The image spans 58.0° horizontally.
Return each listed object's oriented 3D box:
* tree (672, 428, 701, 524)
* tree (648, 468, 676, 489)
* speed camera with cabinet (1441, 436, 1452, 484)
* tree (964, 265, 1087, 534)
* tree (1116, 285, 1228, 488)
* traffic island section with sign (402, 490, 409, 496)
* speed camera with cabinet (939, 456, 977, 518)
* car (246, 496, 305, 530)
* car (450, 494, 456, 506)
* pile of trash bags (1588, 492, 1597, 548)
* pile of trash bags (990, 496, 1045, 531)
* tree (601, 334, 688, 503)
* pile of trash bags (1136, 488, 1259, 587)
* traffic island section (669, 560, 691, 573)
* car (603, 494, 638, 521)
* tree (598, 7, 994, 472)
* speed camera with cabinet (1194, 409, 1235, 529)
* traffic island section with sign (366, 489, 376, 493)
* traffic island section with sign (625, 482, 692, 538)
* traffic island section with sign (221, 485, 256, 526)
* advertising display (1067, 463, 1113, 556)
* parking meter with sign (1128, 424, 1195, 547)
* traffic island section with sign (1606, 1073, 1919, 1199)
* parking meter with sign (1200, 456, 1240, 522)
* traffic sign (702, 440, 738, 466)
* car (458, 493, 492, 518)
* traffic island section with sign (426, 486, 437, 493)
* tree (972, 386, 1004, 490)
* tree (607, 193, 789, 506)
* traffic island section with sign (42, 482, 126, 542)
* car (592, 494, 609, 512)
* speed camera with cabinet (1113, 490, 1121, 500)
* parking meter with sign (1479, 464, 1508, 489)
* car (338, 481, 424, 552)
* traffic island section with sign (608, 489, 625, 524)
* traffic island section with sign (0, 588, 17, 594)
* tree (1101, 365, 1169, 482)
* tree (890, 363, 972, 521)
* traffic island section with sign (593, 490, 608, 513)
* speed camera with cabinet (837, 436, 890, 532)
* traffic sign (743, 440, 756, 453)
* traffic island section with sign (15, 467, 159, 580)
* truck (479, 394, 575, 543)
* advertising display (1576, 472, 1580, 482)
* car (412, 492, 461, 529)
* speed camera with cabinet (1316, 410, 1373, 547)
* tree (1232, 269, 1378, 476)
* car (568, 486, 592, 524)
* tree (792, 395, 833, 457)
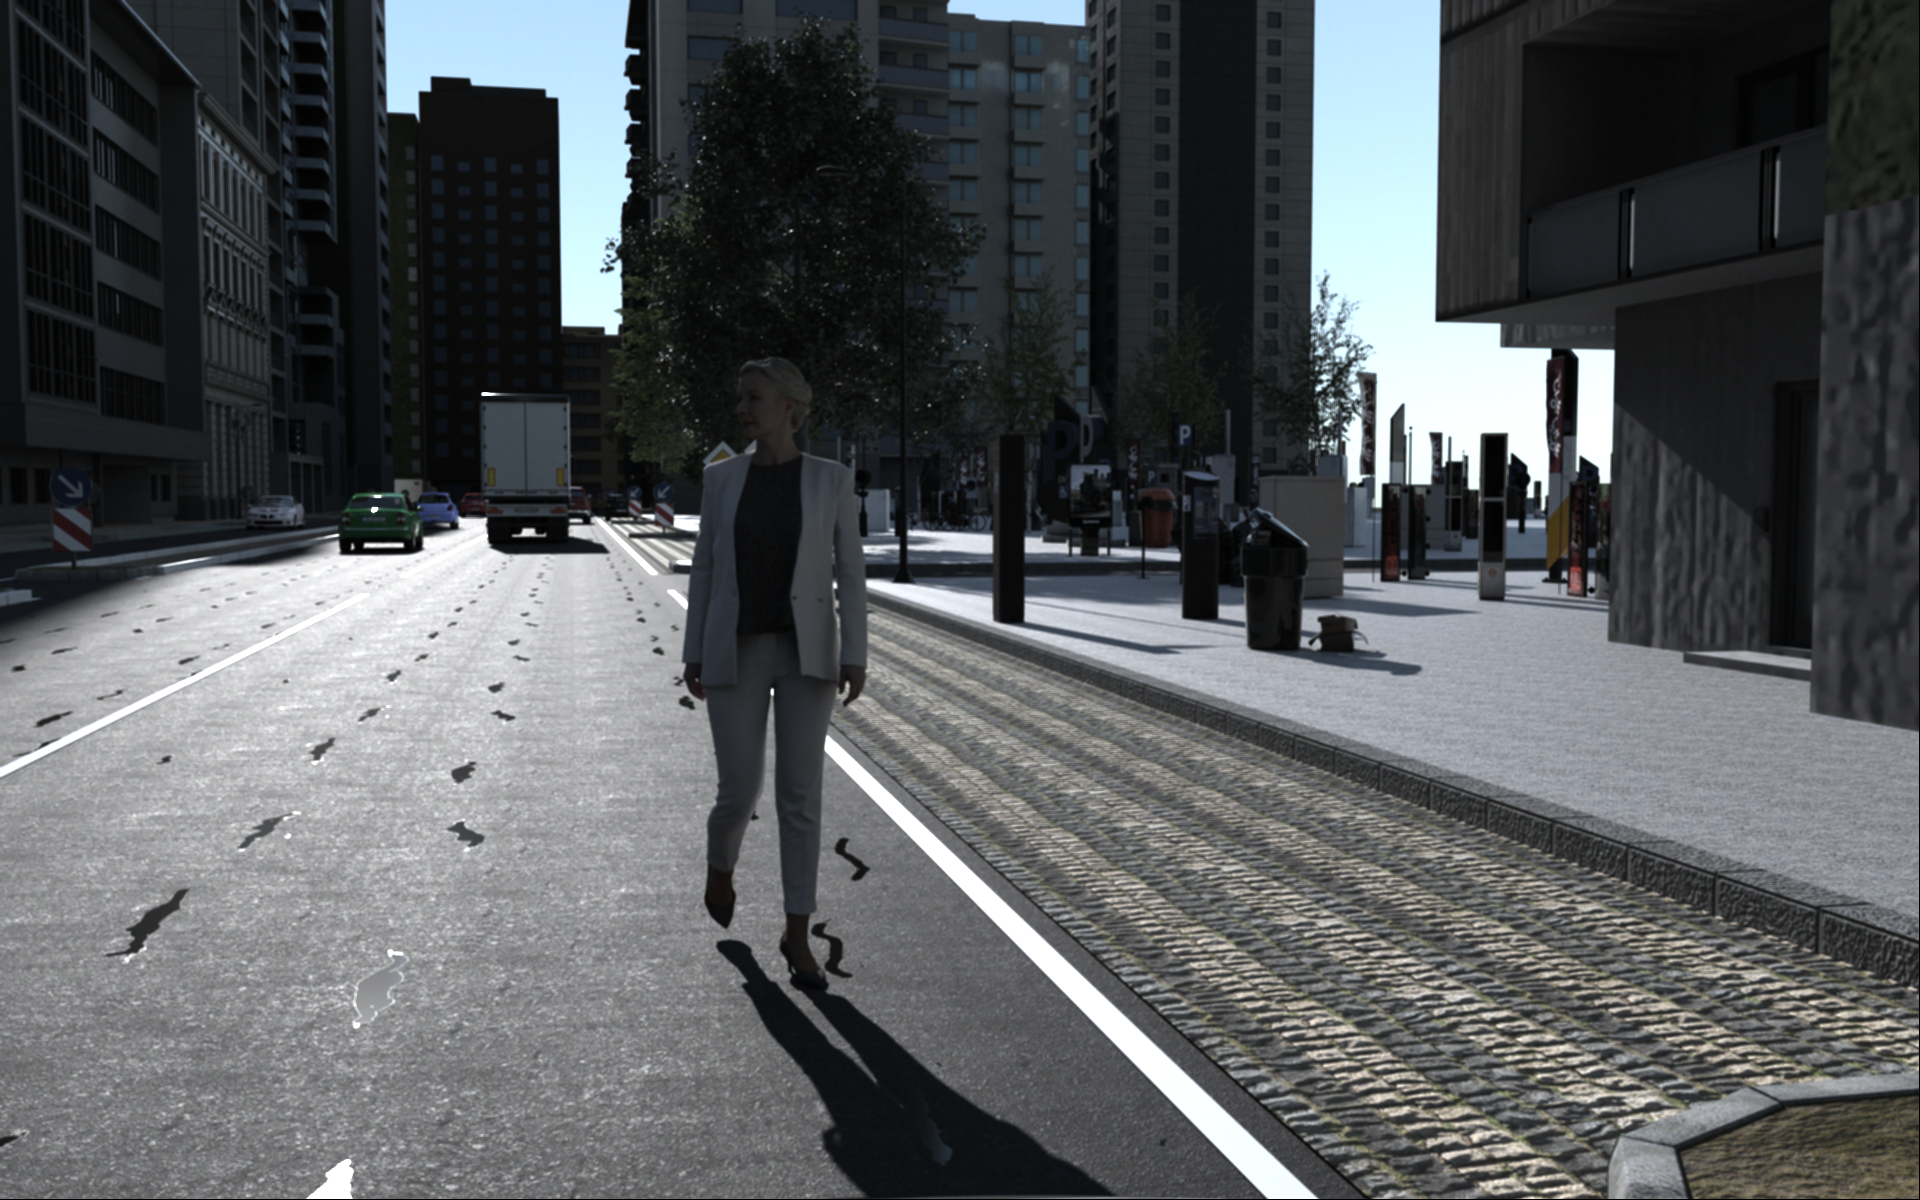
[{"bbox_3d":[-10.639,-5.501,73.653,4.285,4.588,4.351,0,3,0],"label":"tree"},{"bbox_3d":[-18.632,-7.021,109.398,1.663,3.219,1.824,0,3,0],"label":"tree"},{"bbox_3d":[16.312,-4.008,59.860,0.660,3.252,2.038,-1,4,-23],"label":"speed camera with cabinet"},{"bbox_3d":[2.197,-6.476,56.251,4.737,8.622,4.395,0,3,0],"label":"tree"},{"bbox_3d":[7.619,-6.821,61.884,4.737,8.622,4.395,0,3,0],"label":"tree"},{"bbox_3d":[-49.385,-8.912,154.346,1.989,1.847,2.006,-1,4,-13],"label":"traffic island section with sign"},{"bbox_3d":[-0.108,-5.908,90.938,2.038,3.252,0.660,0,4,1],"label":"speed camera with cabinet"},{"bbox_3d":[-27.986,-3.579,70.875,2.083,1.381,4.827,-1,4,-14],"label":"car"},{"bbox_3d":[-50.666,-9.823,170.398,2.009,1.686,4.222,-1,4,-11],"label":"car"},{"bbox_3d":[16.008,-2.019,42.758,1.912,1.369,3.447,1,4,12],"label":"pile of trash bags"},{"bbox_3d":[2.664,-3.148,61.230,3.447,1.369,1.912,1,4,12],"label":"pile of trash bags"},{"bbox_3d":[-17.622,-10.250,101.997,7.601,10.594,8.767,-1,4,-15],"label":"tree"},{"bbox_3d":[3.795,-0.950,25.279,1.912,1.369,3.447,-3,4,-36],"label":"pile of trash bags"},{"bbox_3d":[-4.398,-0.621,32.440,2.009,0.180,2.903,-1,4,-13],"label":"traffic island section"},{"bbox_3d":[-18.178,-5.090,93.009,2.009,1.686,4.222,-1,4,-11],"label":"car"},{"bbox_3d":[-3.789,-7.607,41.386,9.611,12.733,9.660,0,3,0],"label":"tree"},{"bbox_3d":[6.006,-2.869,41.242,0.660,3.252,2.038,0,4,-6],"label":"speed camera with cabinet"},{"bbox_3d":[-43.507,-7.303,128.037,1.989,1.847,2.006,-1,4,-13],"label":"traffic island section with sign"},{"bbox_3d":[-9.848,-2.943,56.749,1.989,1.847,2.006,-1,4,-13],"label":"traffic island section with sign"},{"bbox_3d":[-32.550,-4.313,79.153,1.989,1.847,2.006,-1,4,-13],"label":"traffic island section with sign"},{"bbox_3d":[2.679,-1.868,35.752,0.974,1.923,0.123,-1,4,-17],"label":"advertising display"},{"bbox_3d":[4.949,-2.841,42.706,1.738,3.016,0.543,-2,4,-34],"label":"parking meter with sign"},{"bbox_3d":[2.226,0.357,2.798,1.989,1.847,2.006,-1,4,-13],"label":"traffic island section with sign"},{"bbox_3d":[11.840,-5.054,78.897,1.738,3.016,0.543,0,4,-6],"label":"parking meter with sign"},{"bbox_3d":[-4.419,-1.756,32.358,0.795,2.450,0.064,-1,4,-13],"label":"traffic sign"},{"bbox_3d":[-29.955,-6.002,107.166,2.155,1.783,4.494,-1,4,-14],"label":"car"},{"bbox_3d":[-31.478,-5.805,103.046,2.006,1.907,1.989,-1,4,-13],"label":"traffic island section with sign"},{"bbox_3d":[0.096,-8.940,96.531,4.360,8.622,3.978,0,3,0],"label":"tree"},{"bbox_3d":[-9.170,-8.977,64.897,7.486,12.596,7.792,0,3,0],"label":"tree"},{"bbox_3d":[-26.663,-2.704,52.846,1.989,1.847,2.006,-1,4,-13],"label":"traffic island section with sign"},{"bbox_3d":[-28.995,-8.009,141.170,2.015,1.641,3.980,-1,4,-11],"label":"car"},{"bbox_3d":[6.249,-5.120,78.045,2.038,3.252,0.660,-2,4,-23],"label":"speed camera with cabinet"},{"bbox_3d":[24.919,-5.232,81.798,1.738,3.016,0.543,2,4,34],"label":"parking meter with sign"},{"bbox_3d":[-14.849,-2.186,44.534,1.959,1.807,4.718,-1,4,-13],"label":"car"},{"bbox_3d":[-15.731,-4.552,83.057,1.989,1.847,2.006,-1,4,-13],"label":"traffic island section with sign"},{"bbox_3d":[-13.445,-0.878,22.487,2.006,1.907,1.989,-1,4,-13],"label":"traffic island section with sign"},{"bbox_3d":[9.817,-9.061,98.511,4.360,8.622,3.978,0,3,0],"label":"tree"},{"bbox_3d":[-1.821,-7.815,78.136,4.360,8.622,3.978,0,3,0],"label":"tree"},{"bbox_3d":[-32.524,-9.139,158.052,1.989,1.847,2.006,-1,4,-13],"label":"traffic island section with sign"},{"bbox_3d":[-3.459,-3.989,59.549,2.038,3.252,0.660,1,4,12],"label":"speed camera with cabinet"},{"bbox_3d":[-2.675,-1.280,24.565,0.795,2.450,0.064,-1,4,-13],"label":"traffic sign"},{"bbox_3d":[-15.053,-1.320,29.718,2.006,1.907,1.989,-1,4,-13],"label":"traffic island section with sign"},{"bbox_3d":[-13.488,-3.996,54.246,2.839,4.237,11.283,-1,4,-13],"label":"truck"},{"bbox_3d":[17.312,-2.710,49.521,0.974,1.923,0.123,-2,4,-29],"label":"advertising display"},{"bbox_3d":[-21.893,-3.839,72.366,1.945,1.707,3.694,-1,4,-14],"label":"car"},{"bbox_3d":[9.169,-2.890,41.586,0.660,3.252,2.038,2,4,32],"label":"speed camera with cabinet"},{"bbox_3d":[11.150,-6.475,56.236,4.360,8.622,3.978,0,3,0],"label":"tree"},{"bbox_3d":[-19.171,-4.658,84.833,2.281,1.827,5.304,-1,4,-14],"label":"car"},{"bbox_3d":[-6.946,-7.835,78.472,4.737,8.622,4.395,0,3,0],"label":"tree"}]
